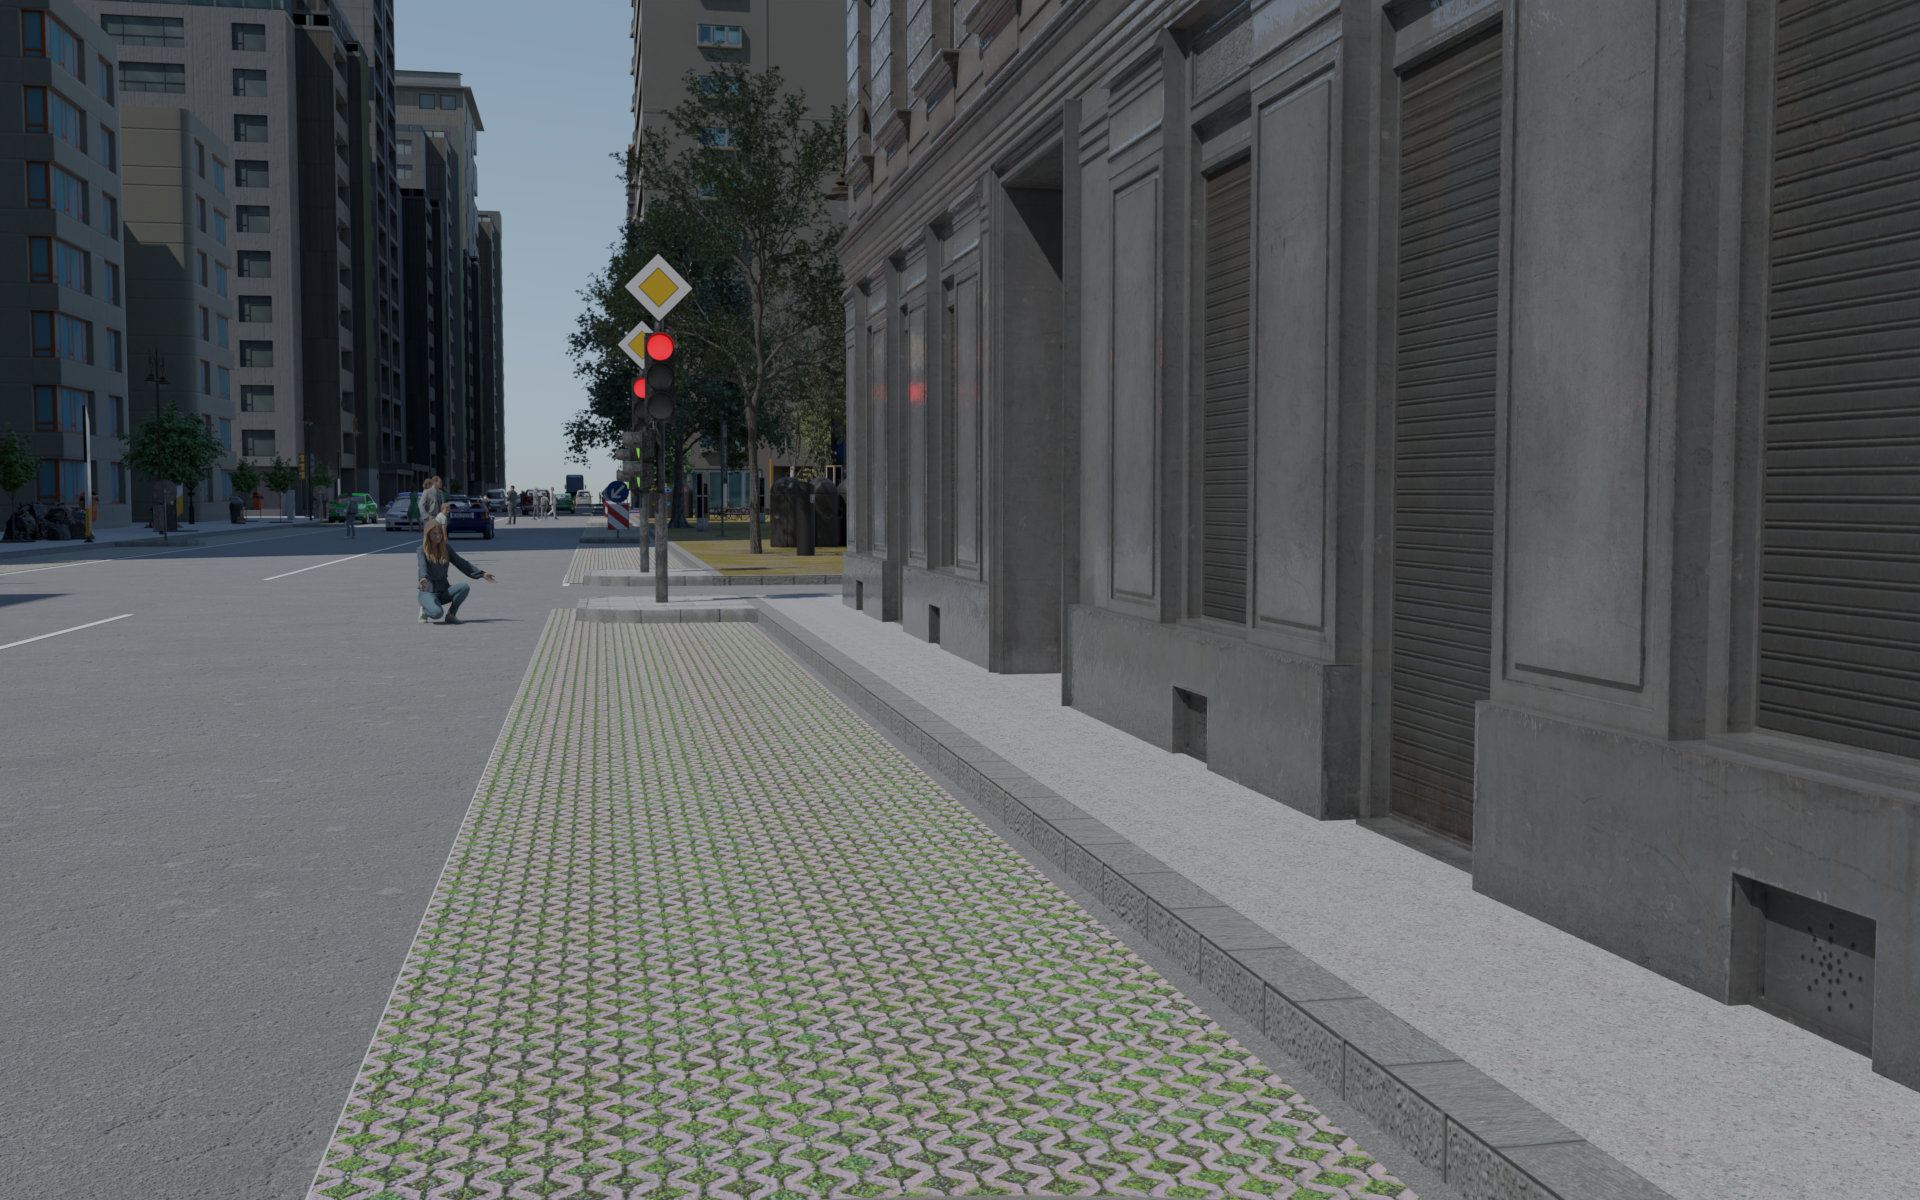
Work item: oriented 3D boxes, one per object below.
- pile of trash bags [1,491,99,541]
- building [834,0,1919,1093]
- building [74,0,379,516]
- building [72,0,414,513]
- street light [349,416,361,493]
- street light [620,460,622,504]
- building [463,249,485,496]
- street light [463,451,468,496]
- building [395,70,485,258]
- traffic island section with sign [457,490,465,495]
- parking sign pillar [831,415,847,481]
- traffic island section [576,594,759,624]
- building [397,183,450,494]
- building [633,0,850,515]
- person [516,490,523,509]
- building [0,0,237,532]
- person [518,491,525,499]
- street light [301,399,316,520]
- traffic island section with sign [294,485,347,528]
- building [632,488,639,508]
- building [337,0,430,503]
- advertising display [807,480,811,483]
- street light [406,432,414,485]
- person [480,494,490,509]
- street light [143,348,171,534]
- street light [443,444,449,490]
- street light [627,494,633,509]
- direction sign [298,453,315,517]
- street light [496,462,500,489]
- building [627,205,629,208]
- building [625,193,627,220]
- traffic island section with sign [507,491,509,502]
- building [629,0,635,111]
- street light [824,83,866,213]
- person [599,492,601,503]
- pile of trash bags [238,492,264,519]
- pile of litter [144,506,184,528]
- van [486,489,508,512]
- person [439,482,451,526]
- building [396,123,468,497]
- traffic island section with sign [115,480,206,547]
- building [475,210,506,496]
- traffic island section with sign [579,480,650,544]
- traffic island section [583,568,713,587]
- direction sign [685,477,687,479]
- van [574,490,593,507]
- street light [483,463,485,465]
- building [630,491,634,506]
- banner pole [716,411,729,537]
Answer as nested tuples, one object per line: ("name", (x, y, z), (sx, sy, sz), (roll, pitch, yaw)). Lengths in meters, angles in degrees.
("pile of trash bags", (-25.392, -2.399, 48.973), (1.912, 1.369, 3.447), (0, 4, 1))
("building", (5.027, -9.947, 11.781), (9.793, 20.994, 18.267), (-1, 4, -12))
("building", (-43.420, -20.331, 104.112), (14.160, 30.474, 14.107), (-1, 4, -12))
("building", (-55.880, -26.247, 121.024), (32.217, 40.220, 23.993), (-1, 4, -12))
("street light", (-35.021, -7.807, 100.427), (0.468, 5.910, 1.993), (-1, 4, -12))
("street light", (-38.745, -13.866, 199.494), (0.468, 5.910, 1.993), (-1, 4, -12))
("building", (-63.034, -26.237, 200.682), (14.160, 30.474, 14.107), (-1, 4, -12))
("street light", (-51.951, -12.786, 181.836), (0.468, 5.910, 1.993), (-1, 4, -12))
("building", (-75.275, -38.503, 218.758), (28.713, 52.752, 27.495), (-1, 4, -12))
("traffic island section with sign", (-43.222, -8.656, 150.148), (1.989, 1.847, 2.006), (-1, 4, -12))
("parking sign pillar", (-3.860, -4.297, 58.720), (1.447, 3.967, 1.447), (2, 4, 28))
("traffic island section", (-3.504, 0.110, 20.491), (2.009, 0.180, 2.903), (-1, 4, -12))
("building", (-55.794, -23.857, 161.769), (14.160, 30.474, 14.107), (-1, 4, -12))
("building", (-10.506, -30.044, 114.926), (21.300, 48.544, 21.600), (-1, 4, -12))
("person", (-41.998, -9.639, 166.174), (1.350, 1.814, 0.705), (-2, 4, -25))
("building", (-46.999, -13.747, 69.795), (27.650, 21.520, 28.899), (-1, 4, -12))
("person", (-40.924, -9.387, 162.705), (1.217, 1.736, 0.721), (0, 4, -1))
("street light", (-31.589, -6.808, 84.100), (0.468, 5.910, 1.993), (-1, 4, -12))
("traffic island section with sign", (-27.529, -4.035, 74.598), (1.989, 1.847, 2.006), (-1, 4, -12))
("building", (-15.462, -29.112, 167.854), (32.217, 40.220, 23.993), (-1, 4, -12))
("building", (-55.451, -43.098, 142.902), (20.563, 71.187, 20.611), (-1, 4, -12))
("advertising display", (-6.477, -4.510, 78.954), (0.974, 1.923, 0.123), (-1, 4, -19))
("street light", (-41.119, -9.602, 129.776), (0.468, 5.910, 1.993), (-1, 4, -12))
("person", (-28.517, -5.638, 103.874), (0.628, 1.438, 0.799), (0, 4, 0))
("street light", (-25.367, -5.019, 54.849), (0.468, 5.910, 1.993), (-1, 4, -12))
("street light", (-47.221, -11.394, 159.085), (0.468, 5.910, 1.993), (-1, 4, -12))
("street light", (-27.962, -10.682, 147.444), (0.468, 5.910, 1.993), (-1, 4, -12))
("direction sign", (-35.990, -6.328, 95.465), (0.876, 3.537, 0.379), (0, 4, 0))
("street light", (-64.047, -16.365, 240.349), (0.468, 5.910, 1.993), (-1, 4, -12))
("building", (-35.539, -38.268, 245.288), (23.786, 49.044, 30.456), (-1, 4, -12))
("building", (-30.169, -34.316, 215.696), (22.147, 44.769, 28.867), (-1, 4, -12))
("traffic island section with sign", (-59.964, -13.580, 230.655), (1.989, 1.847, 2.006), (-1, 4, -12))
("building", (-15.200, -29.697, 140.175), (22.147, 44.769, 28.867), (-1, 4, -12))
("street light", (-1.239, -2.890, 20.040), (0.468, 5.910, 1.993), (-1, 4, -12))
("person", (-49.634, -14.071, 239.236), (0.721, 1.739, 1.217), (-2, 4, -35))
("pile of trash bags", (-37.853, -4.928, 90.319), (3.447, 1.369, 1.912), (1, 4, 14))
("pile of litter", (-30.141, -3.142, 65.336), (1.719, 0.858, 1.176), (2, 4, 26))
("van", (-36.716, -7.944, 136.891), (2.013, 2.044, 4.112), (-1, 4, -11))
("person", (-14.415, -2.401, 47.996), (0.600, 1.795, 0.529), (-1, 4, -16))
("building", (-60.881, -30.703, 185.583), (14.154, 41.232, 14.086), (-1, 4, -12))
("traffic island section with sign", (-21.903, -2.382, 47.573), (1.989, 1.847, 2.006), (-1, 4, -12))
("building", (-71.321, -34.149, 241.922), (14.154, 41.232, 14.086), (-1, 4, -12))
("traffic island section with sign", (-10.120, -2.571, 50.664), (1.989, 1.847, 2.006), (-1, 4, -12))
("traffic island section", (-5.129, -0.369, 28.309), (2.009, 0.180, 2.903), (-1, 4, -12))
("direction sign", (-14.170, -5.815, 87.071), (0.876, 3.537, 0.379), (-2, 4, -24))
("van", (-40.949, -11.096, 188.425), (2.013, 2.044, 4.112), (-1, 4, -13))
("street light", (-58.089, -14.573, 211.056), (0.468, 5.910, 1.993), (-1, 4, -12))
("building", (-30.044, -25.839, 194.173), (14.160, 30.474, 14.107), (-1, 4, -12))
("banner pole", (-7.107, -3.800, 52.149), (0.401, 3.779, 0.863), (-1, 4, -22))
